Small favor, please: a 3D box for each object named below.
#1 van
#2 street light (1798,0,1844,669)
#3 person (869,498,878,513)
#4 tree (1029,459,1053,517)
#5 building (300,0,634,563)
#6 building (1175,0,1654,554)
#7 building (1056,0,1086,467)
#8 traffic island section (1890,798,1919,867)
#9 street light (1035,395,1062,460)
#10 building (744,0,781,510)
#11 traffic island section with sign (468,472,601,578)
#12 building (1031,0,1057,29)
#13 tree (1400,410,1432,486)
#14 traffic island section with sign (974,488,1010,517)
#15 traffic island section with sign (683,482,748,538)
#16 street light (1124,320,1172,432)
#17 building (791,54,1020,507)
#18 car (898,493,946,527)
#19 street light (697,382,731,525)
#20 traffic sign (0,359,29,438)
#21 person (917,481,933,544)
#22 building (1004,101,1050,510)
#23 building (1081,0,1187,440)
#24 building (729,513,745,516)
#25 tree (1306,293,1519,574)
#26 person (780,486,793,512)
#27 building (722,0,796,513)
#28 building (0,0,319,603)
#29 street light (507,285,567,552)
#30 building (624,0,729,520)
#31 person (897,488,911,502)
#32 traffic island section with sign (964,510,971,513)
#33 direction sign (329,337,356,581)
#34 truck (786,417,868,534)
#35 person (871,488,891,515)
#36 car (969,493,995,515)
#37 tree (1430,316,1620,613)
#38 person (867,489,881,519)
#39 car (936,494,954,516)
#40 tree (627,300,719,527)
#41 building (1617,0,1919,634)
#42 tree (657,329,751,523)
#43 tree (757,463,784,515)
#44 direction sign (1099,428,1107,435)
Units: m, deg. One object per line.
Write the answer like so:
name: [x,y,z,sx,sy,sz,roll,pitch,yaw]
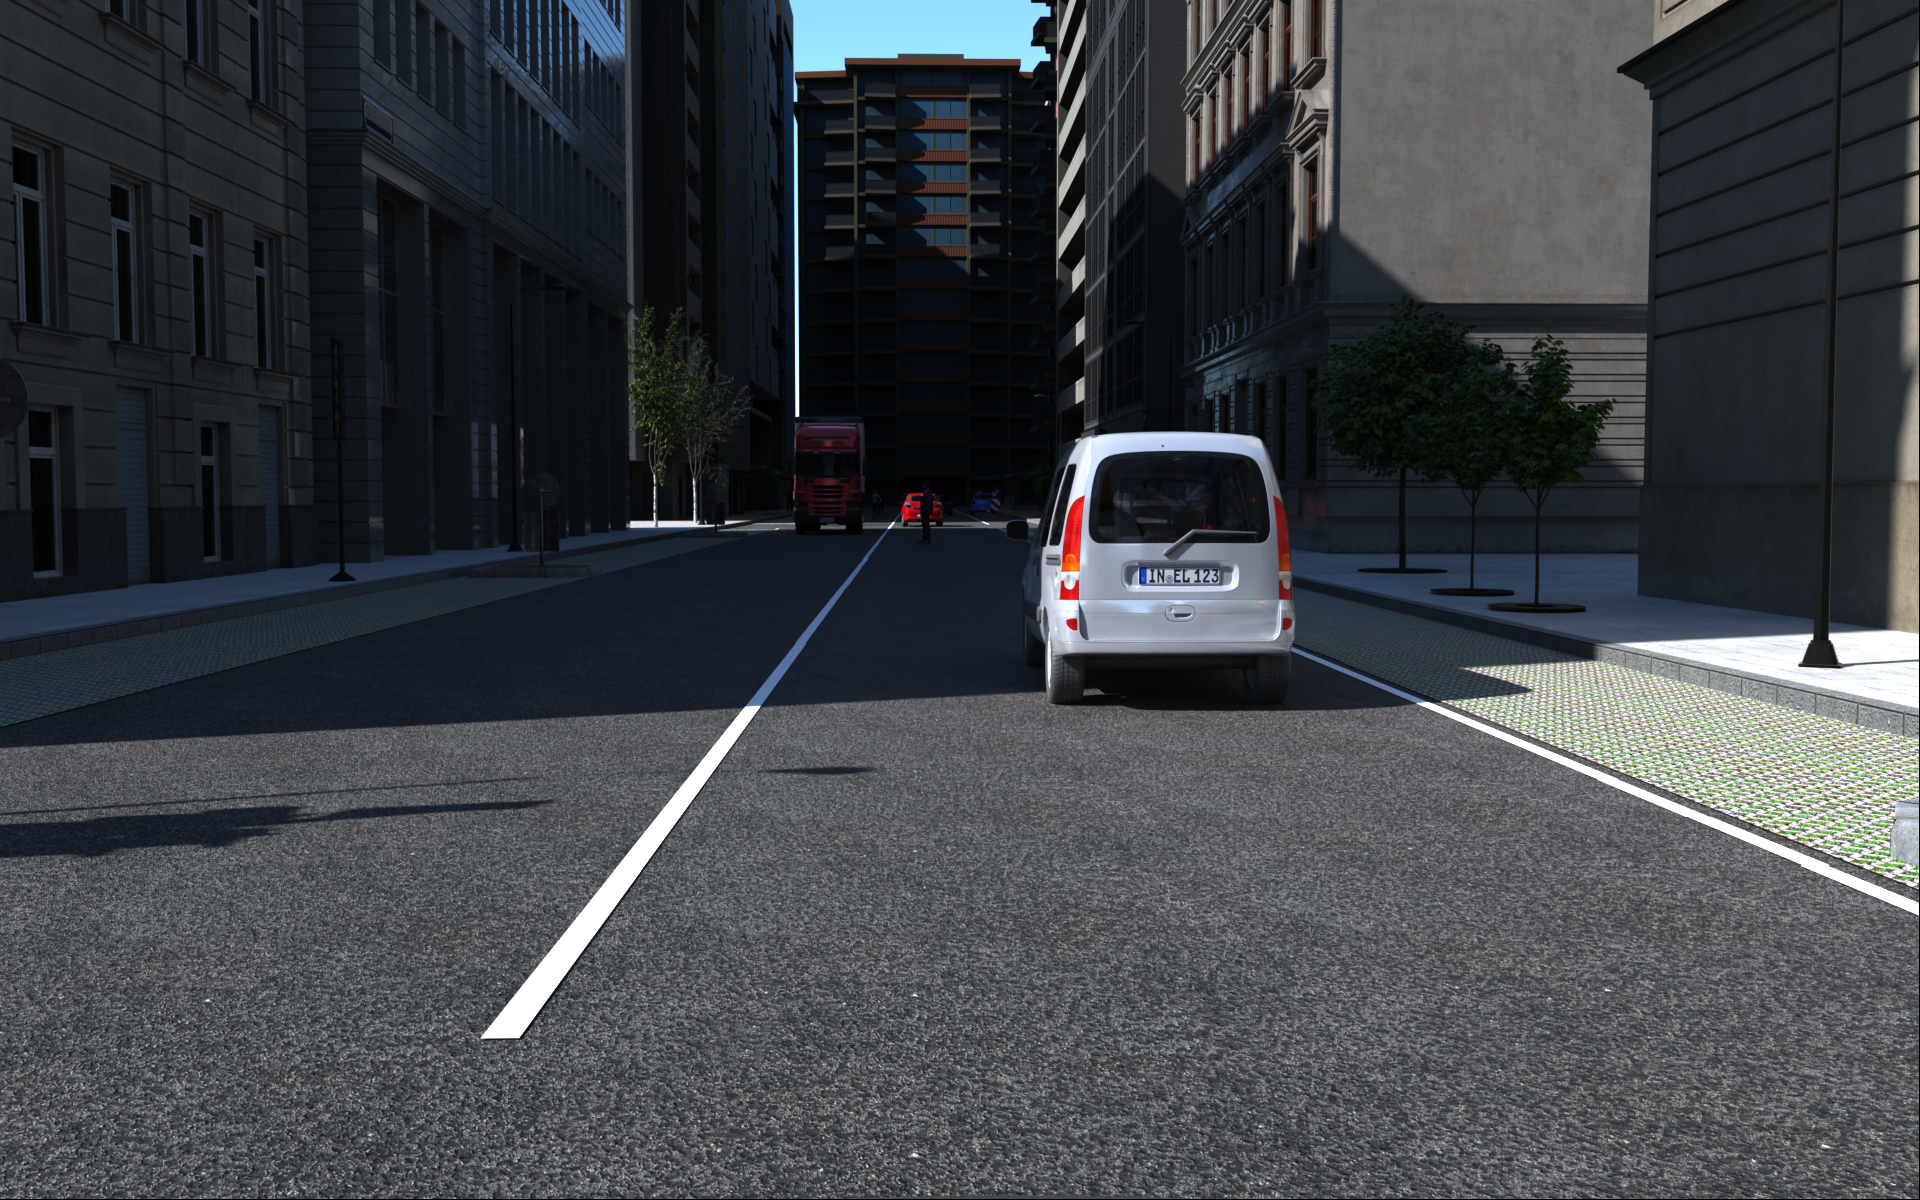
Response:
van: [1.382,-0.379,13.201,2.013,2.044,4.112,0,4,-1]
street light: [5.866,-2.457,12.714,1.470,5.913,1.316,0,4,-1]
person: [-6.515,-7.368,132.229,1.065,1.426,0.557,2,4,29]
tree: [4.474,-6.168,95.455,1.663,3.219,1.824,0,3,0]
building: [-16.720,-16.413,45.840,11.434,29.767,29.804,0,4,-1]
building: [12.598,-12.852,46.290,11.583,22.565,21.152,0,4,-1]
building: [16.637,-28.629,91.786,21.300,48.544,21.600,0,4,-1]
traffic island section: [4.678,0.997,5.975,2.009,0.180,2.903,0,4,-1]
street light: [4.181,-6.635,81.020,1.470,5.913,1.316,0,4,-1]
building: [-27.190,-32.605,122.337,28.713,52.752,27.495,0,4,-1]
traffic island section with sign: [-7.373,-1.324,30.281,1.989,1.847,2.006,0,4,-1]
building: [16.193,-28.285,117.085,22.147,44.769,28.867,0,4,-1]
tree: [6.442,-1.686,22.164,1.663,3.219,1.824,0,3,0]
traffic island section with sign: [2.060,-6.059,107.696,1.989,1.847,2.006,0,4,-1]
traffic island section with sign: [-8.073,-2.980,57.356,1.989,1.847,2.006,0,4,-1]
street light: [5.086,-4.517,46.387,1.470,5.913,1.316,0,4,-1]
building: [-3.658,-31.852,175.399,28.867,44.769,22.147,0,4,-1]
car: [-1.695,-4.179,77.366,2.155,1.783,4.494,0,4,-3]
street light: [-10.223,-6.088,72.087,1.470,5.913,1.316,0,4,-1]
traffic sign: [-9.012,-0.976,16.062,0.768,2.556,0.104,0,4,1]
person: [-0.973,-2.531,50.064,0.419,1.800,0.721,-1,4,-16]
building: [20.101,-27.635,143.714,32.217,40.220,23.993,0,4,-1]
building: [12.995,-16.831,68.690,14.314,27.812,24.014,0,4,-1]
building: [-20.059,-27.626,101.792,14.600,45.320,14.200,0,4,-1]
tree: [7.401,-2.740,28.507,4.285,4.588,4.351,0,3,0]
person: [-12.084,-7.142,122.831,1.348,1.821,0.705,0,4,-7]
building: [-21.624,-30.390,146.982,14.200,45.320,14.600,0,4,-1]
building: [-16.898,-13.515,18.226,12.463,27.353,25.104,0,4,-1]
street light: [-9.405,-4.037,38.552,1.470,5.913,1.316,0,4,-1]
building: [-19.565,-19.305,87.346,14.160,30.474,14.107,0,4,-1]
person: [-3.199,-5.969,106.102,1.348,1.824,0.705,0,4,3]
traffic island section with sign: [1.347,-7.741,135.200,1.989,1.847,2.006,0,4,-1]
direction sign: [-9.125,-2.048,25.486,0.379,3.537,0.876,-1,4,-10]
truck: [-4.839,-4.649,64.928,2.839,4.237,11.283,0,4,-3]
person: [-5.422,-6.780,118.991,1.348,1.869,0.705,0,4,6]
car: [1.576,-6.684,118.872,1.945,1.707,3.694,0,3,0]
tree: [6.425,-1.488,18.924,1.663,3.219,1.824,0,3,0]
person: [-4.961,-5.547,99.986,1.217,1.735,0.721,3,5,42]
car: [-1.369,-6.385,114.185,2.009,1.686,4.222,0,4,-2]
tree: [-11.548,-7.126,66.866,4.737,8.622,4.395,0,3,0]
building: [23.039,-11.082,14.468,30.059,22.955,16.112,0,4,-1]
tree: [-11.629,-7.736,76.854,4.360,8.622,3.978,0,3,0]
tree: [-11.758,-6.929,107.883,1.663,3.219,1.824,0,3,0]
direction sign: [4.956,-4.163,60.054,0.379,3.537,0.876,1,4,19]
